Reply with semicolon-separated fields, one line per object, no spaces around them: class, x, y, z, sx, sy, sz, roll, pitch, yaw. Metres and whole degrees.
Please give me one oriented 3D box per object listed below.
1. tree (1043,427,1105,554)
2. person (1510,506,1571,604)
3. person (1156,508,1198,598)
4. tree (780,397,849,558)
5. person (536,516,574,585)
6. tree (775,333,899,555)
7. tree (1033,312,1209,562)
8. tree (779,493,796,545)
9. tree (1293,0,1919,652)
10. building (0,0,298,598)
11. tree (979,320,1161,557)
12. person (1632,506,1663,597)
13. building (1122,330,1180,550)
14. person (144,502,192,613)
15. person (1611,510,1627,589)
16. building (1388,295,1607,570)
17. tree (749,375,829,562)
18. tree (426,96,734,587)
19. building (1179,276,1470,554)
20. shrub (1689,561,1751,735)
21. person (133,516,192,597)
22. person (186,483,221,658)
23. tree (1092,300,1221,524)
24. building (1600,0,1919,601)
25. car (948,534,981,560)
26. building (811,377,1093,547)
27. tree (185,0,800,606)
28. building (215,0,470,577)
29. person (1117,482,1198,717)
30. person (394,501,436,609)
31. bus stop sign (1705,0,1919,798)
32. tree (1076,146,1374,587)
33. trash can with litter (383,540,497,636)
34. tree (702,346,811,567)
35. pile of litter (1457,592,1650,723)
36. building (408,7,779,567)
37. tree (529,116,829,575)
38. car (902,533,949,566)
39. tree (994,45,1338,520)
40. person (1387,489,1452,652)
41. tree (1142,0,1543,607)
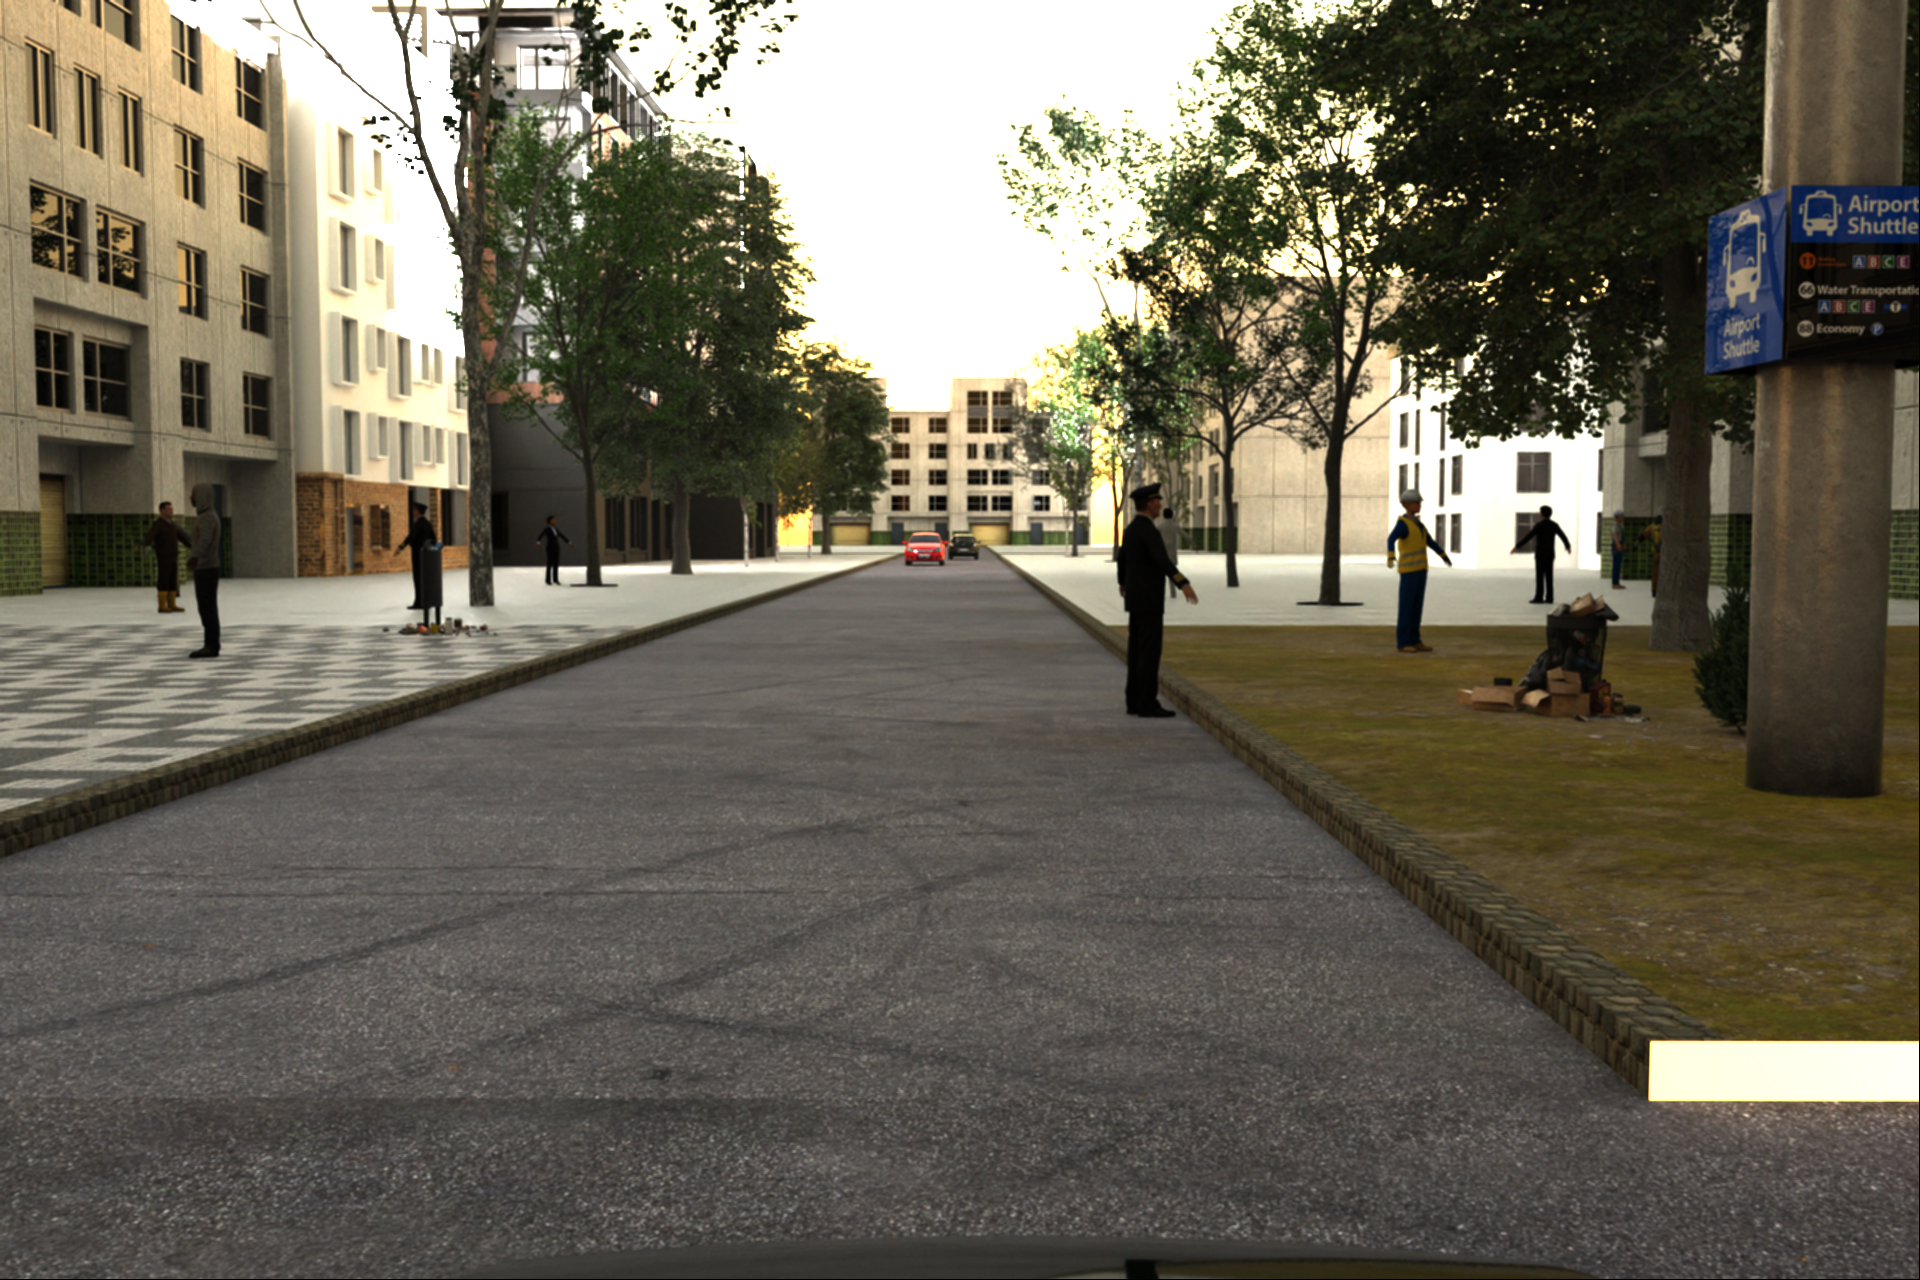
tree;6.963;-9.785;110.348;4.737;8.622;4.395;0;3;0
person;10.802;-1.582;32.053;1.347;1.806;0.705;-1;4;-21
person;4.166;-1.755;34.873;1.347;1.806;0.705;-1;4;-10
tree;-8.194;-8.743;93.317;4.360;8.622;3.978;0;3;0
person;-10.221;-2.259;43.654;0.721;1.740;1.216;2;4;34
tree;-8.470;-12.333;108.299;9.857;13.997;8.962;0;3;0
tree;7.406;-9.436;80.029;9.928;11.665;9.643;0;3;0
tree;-19.774;-15.040;196.269;4.737;8.622;4.395;0;3;0
tree;7.937;-6.862;18.846;9.857;13.997;8.962;0;3;0
building;-27.770;-10.273;34.424;16.747;18.905;31.486;0;3;0
tree;6.635;-11.511;98.581;12.009;13.543;11.850;0;3;0
person;14.236;-1.792;35.069;0.705;1.858;1.354;-3;5;-43
building;24.695;-17.876;158.735;16.747;18.905;31.486;0;3;0
person;-12.971;-1.361;28.390;0.704;1.812;1.346;1;4;10
person;15.483;-2.130;40.690;0.705;1.847;1.347;2;4;25
building;23.467;-7.428;63.598;9.099;9.664;28.070;0;4;1
tree;-8.603;-7.868;79.001;4.360;8.622;3.978;0;3;0
tree;-9.131;-7.122;42.203;9.928;11.665;9.643;0;3;0
building;26.455;-15.947;127.185;16.747;18.905;31.486;0;4;0
shrub;5.162;0.007;11.002;1.383;1.207;1.383;0;3;0
person;-16.076;-1.769;35.190;0.705;1.796;1.348;3;5;44
person;-7.889;-0.729;18.048;0.705;1.813;1.348;-1;4;-20
tree;6.849;-6.324;53.766;4.360;8.622;3.978;0;3;0
building;26.636;-10.215;33.477;16.747;18.905;31.486;0;4;1
car;0.208;-5.419;98.393;2.009;1.686;4.222;0;4;1
building;-1.115;-20.373;202.007;31.486;18.905;16.747;0;4;-2
tree;-8.780;-10.584;28.931;12.611;20.169;13.585;0;3;0
building;-23.591;-12.014;52.844;16.016;20.090;11.380;0;4;-1
person;1.491;-0.322;13.664;0.705;1.837;1.347;-1;4;-17
person;-9.253;-1.450;29.635;0.705;1.837;1.347;1;4;10
bus stop sign;4.293;-1.198;8.605;0.837;3.901;0.837;0;4;-1
tree;6.312;-6.577;41.943;7.601;10.594;8.767;0;4;4
trash can with litter;-6.739;-0.720;22.823;1.678;1.210;2.233;0;4;0
tree;-7.978;-7.102;66.484;4.737;8.622;4.395;0;3;0
pile of litter;4.291;0.084;12.589;1.176;0.858;1.719;0;4;0
building;-24.784;-14.685;84.079;27.936;21.610;32.646;0;4;1
tree;-8.831;-9.064;54.854;9.857;13.997;8.962;0;3;0
car;-1.599;-4.343;80.051;2.155;1.783;4.494;0;4;0
tree;8.253;-12.891;66.654;12.611;20.169;13.585;0;3;0
person;4.991;-0.758;18.864;1.216;1.772;0.721;-3;5;-44
tree;6.770;-6.424;30.781;9.928;11.665;9.643;0;3;0
